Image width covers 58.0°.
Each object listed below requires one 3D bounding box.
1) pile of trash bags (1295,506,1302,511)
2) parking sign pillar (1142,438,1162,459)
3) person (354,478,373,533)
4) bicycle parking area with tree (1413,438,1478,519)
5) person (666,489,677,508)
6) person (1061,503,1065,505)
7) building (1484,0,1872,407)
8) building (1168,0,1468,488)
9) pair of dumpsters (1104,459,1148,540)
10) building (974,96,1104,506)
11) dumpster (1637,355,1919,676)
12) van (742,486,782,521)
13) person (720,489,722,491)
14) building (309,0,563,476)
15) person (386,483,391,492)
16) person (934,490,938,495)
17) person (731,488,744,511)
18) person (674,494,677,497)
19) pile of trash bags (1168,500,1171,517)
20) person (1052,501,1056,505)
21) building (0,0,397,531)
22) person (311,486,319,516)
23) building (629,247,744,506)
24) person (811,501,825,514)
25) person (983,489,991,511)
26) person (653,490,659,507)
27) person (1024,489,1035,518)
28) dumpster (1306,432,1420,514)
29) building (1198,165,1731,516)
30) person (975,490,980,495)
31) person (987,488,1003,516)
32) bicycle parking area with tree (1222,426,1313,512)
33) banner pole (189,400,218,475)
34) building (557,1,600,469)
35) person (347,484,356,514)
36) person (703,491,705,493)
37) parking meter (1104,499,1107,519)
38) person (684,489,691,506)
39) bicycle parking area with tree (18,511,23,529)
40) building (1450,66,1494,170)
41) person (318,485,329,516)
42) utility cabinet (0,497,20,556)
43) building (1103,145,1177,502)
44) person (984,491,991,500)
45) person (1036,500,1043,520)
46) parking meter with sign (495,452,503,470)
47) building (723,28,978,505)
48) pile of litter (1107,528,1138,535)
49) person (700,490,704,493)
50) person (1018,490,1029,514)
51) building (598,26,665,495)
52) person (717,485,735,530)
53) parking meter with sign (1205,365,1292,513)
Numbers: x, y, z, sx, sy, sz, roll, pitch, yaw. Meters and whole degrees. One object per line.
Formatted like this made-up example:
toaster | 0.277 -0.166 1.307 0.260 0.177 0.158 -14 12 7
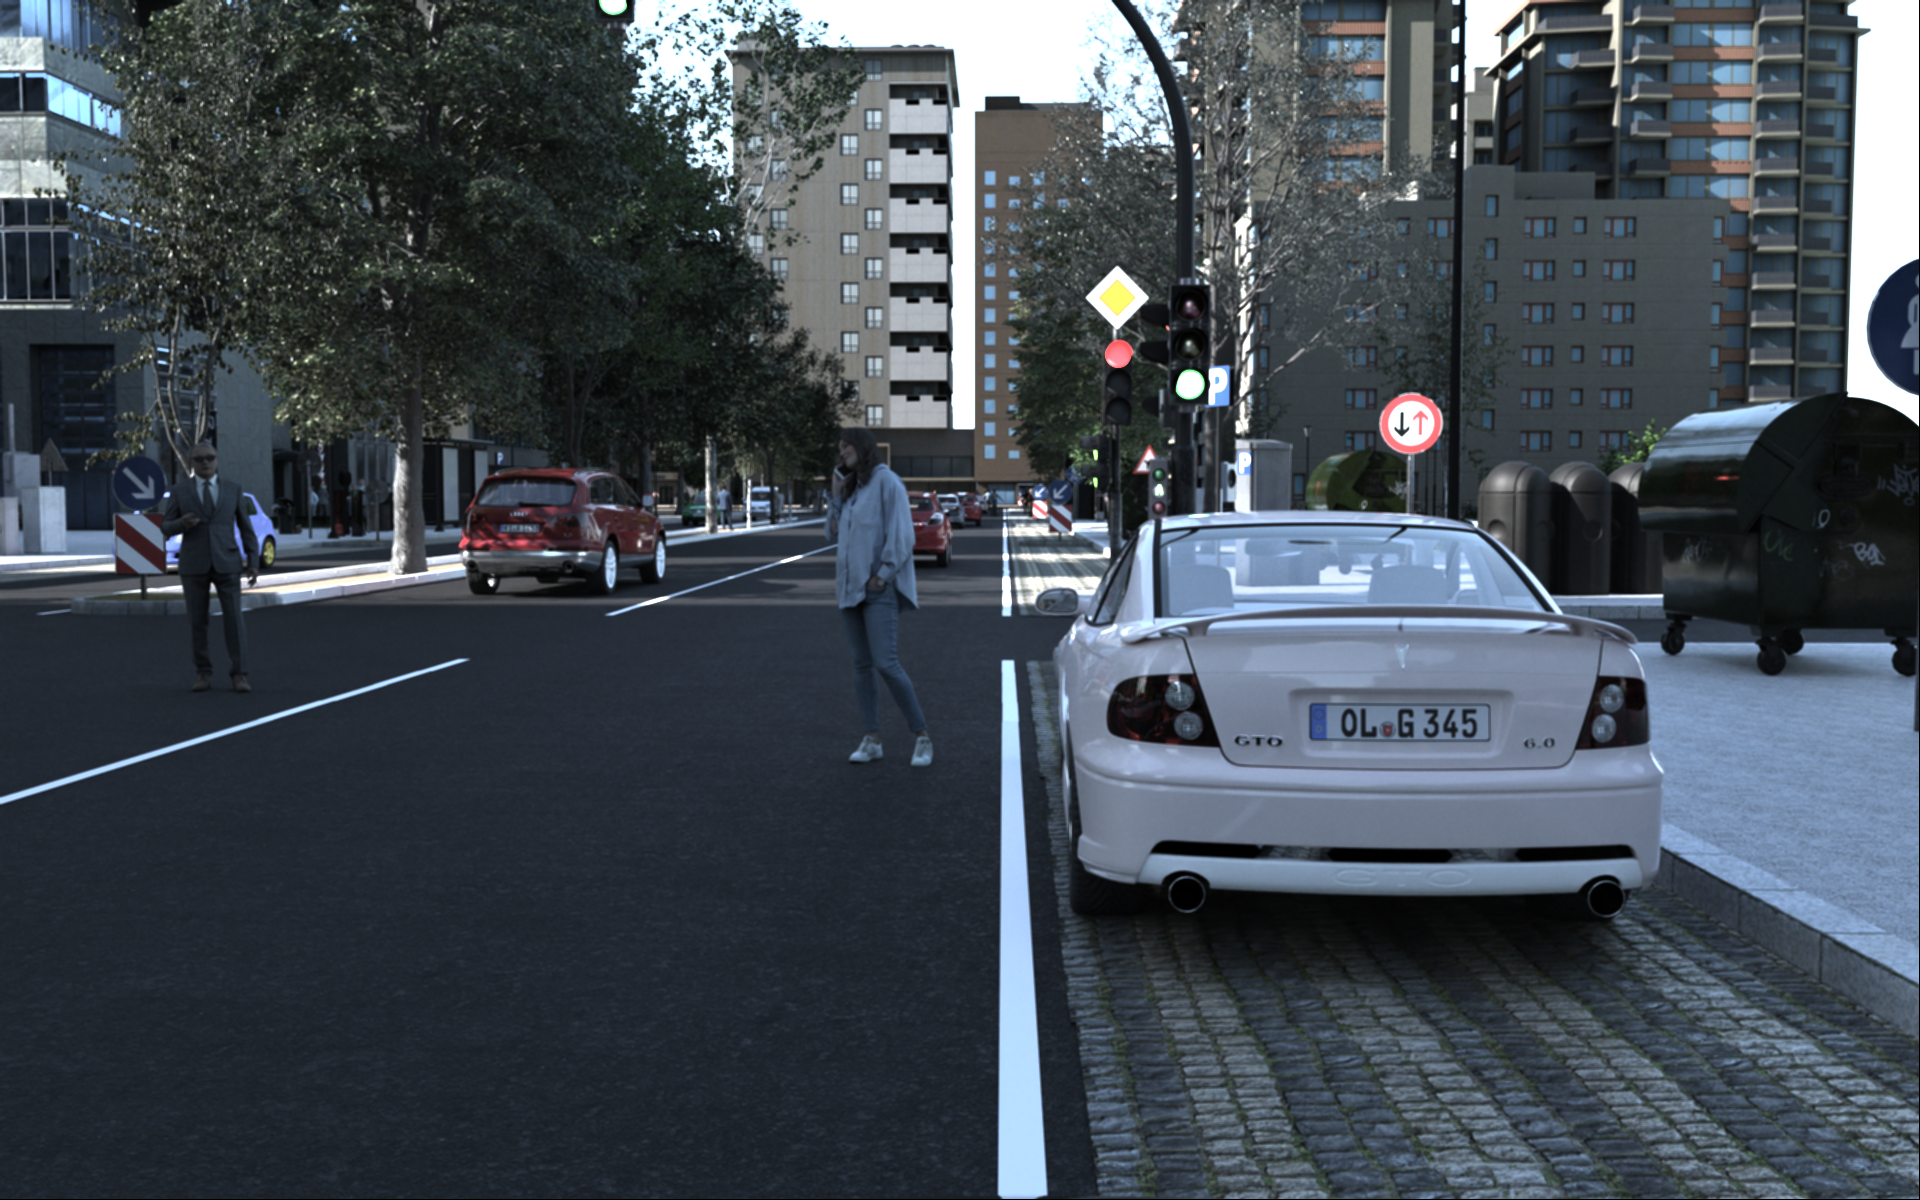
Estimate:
pile of trash bags | 6.208 -1.406 32.734 1.912 1.369 3.447 -1 4 -9
parking sign pillar | 8.010 -5.196 73.422 1.447 3.967 1.447 -2 4 -29
person | -19.700 -3.121 57.195 0.709 1.813 0.853 -1 4 -13
bicycle parking area with tree | 25.057 -6.413 91.850 9.016 4.147 8.231 1 4 18
person | -26.721 -9.427 160.863 1.217 1.739 0.721 -2 4 -31
person | 6.294 -6.101 107.261 0.593 1.643 0.415 1 4 18
building | 61.269 -30.232 148.913 28.867 44.769 22.147 0 4 1
building | 29.276 -30.021 145.463 22.147 44.769 28.867 0 4 1
pair of dumpsters | 5.070 -2.902 49.940 1.574 2.255 4.437 0 4 2
building | 8.829 -33.515 198.076 14.200 45.320 14.600 0 4 1
dumpster | 6.170 -0.640 12.963 1.502 2.255 1.985 0 4 1
van | -10.650 -5.282 93.369 2.013 2.044 4.112 0 4 2
person | -19.100 -8.116 139.459 0.721 1.735 1.217 2 4 26
building | -38.261 -29.605 107.748 21.300 48.544 21.600 0 4 1
person | -25.449 -4.341 77.290 0.850 1.792 0.678 0 4 -3
person | -2.119 -8.645 150.373 0.617 1.759 0.750 -1 4 -9
person | -17.256 -7.749 133.559 1.217 1.723 0.721 -1 4 -18
person | -27.156 -9.909 168.188 1.348 1.807 0.705 0 4 5
pile of trash bags | 7.329 -3.159 61.397 1.912 1.369 3.447 2 4 26
person | 7.648 -8.186 140.554 0.551 1.740 0.621 1 4 13
building | -39.184 -46.547 73.716 22.319 86.520 31.000 0 4 1
person | -26.374 -3.832 70.513 0.589 1.601 0.330 3 5 42
building | -32.813 -26.152 199.294 14.107 30.474 14.160 0 4 1
person | -10.021 -6.762 122.323 1.065 1.426 0.557 0 4 -3
person | 2.392 -8.423 146.207 1.348 1.826 0.705 1 4 22
person | -30.763 -10.264 174.566 1.217 1.736 0.721 2 4 33
person | 4.217 -5.868 104.962 0.721 1.766 1.217 2 4 30
dumpster | 6.543 -1.572 28.201 1.502 2.255 1.985 0 4 2
building | 31.578 -16.600 116.441 27.650 21.520 28.899 0 4 1
person | 1.679 -9.094 157.637 0.683 1.767 0.568 -1 4 -14
person | 2.276 -6.468 114.337 1.350 1.814 0.705 -2 4 -35
bicycle parking area with tree | 13.943 -5.720 80.531 9.016 4.147 8.231 1 4 17
banner pole | -20.105 -3.422 45.969 0.863 3.779 0.401 0 4 -1
building | -34.587 -27.040 125.694 14.154 41.232 14.086 0 4 1
person | -27.209 -4.312 77.217 0.598 1.740 0.731 1 4 12
person | -19.144 -7.464 127.949 0.599 1.838 0.709 0 4 5
parking meter | 7.362 -5.013 87.675 0.255 1.863 0.399 -3 4 -38
person | -24.161 -8.990 153.582 0.434 1.755 0.990 2 4 28
bicycle parking area with tree | -34.431 -4.122 54.402 8.231 4.147 9.016 2 4 25
building | 65.954 -35.260 200.205 21.600 48.544 21.300 0 4 1
person | -27.263 -4.163 74.295 0.537 1.800 0.526 2 4 33
utility cabinet | -19.924 -1.527 36.129 0.306 1.237 1.020 -3 5 -42
building | 23.375 -31.410 197.151 14.086 41.232 14.154 0 4 1
person | 2.529 -9.297 161.328 0.721 1.723 1.217 -3 5 -39
person | 4.279 -5.195 93.619 0.419 1.800 0.721 -1 4 -11
parking meter with sign | -18.254 -4.603 71.512 1.738 3.016 0.543 1 4 14
building | -11.845 -37.657 204.935 27.495 52.752 28.713 0 4 1
pile of litter | 5.425 -2.445 53.936 1.176 0.858 1.719 -3 5 -44
person | -18.549 -7.194 124.606 0.436 1.711 0.756 0 4 -1
person | 4.600 -6.838 120.824 1.217 1.766 0.721 -1 4 -14
building | -42.377 -30.368 151.146 28.867 44.769 22.147 0 4 1
person | -9.219 -3.637 68.152 0.721 1.800 0.419 0 4 1
parking meter with sign | 4.250 -1.704 24.119 1.738 3.016 0.543 -2 4 -30
